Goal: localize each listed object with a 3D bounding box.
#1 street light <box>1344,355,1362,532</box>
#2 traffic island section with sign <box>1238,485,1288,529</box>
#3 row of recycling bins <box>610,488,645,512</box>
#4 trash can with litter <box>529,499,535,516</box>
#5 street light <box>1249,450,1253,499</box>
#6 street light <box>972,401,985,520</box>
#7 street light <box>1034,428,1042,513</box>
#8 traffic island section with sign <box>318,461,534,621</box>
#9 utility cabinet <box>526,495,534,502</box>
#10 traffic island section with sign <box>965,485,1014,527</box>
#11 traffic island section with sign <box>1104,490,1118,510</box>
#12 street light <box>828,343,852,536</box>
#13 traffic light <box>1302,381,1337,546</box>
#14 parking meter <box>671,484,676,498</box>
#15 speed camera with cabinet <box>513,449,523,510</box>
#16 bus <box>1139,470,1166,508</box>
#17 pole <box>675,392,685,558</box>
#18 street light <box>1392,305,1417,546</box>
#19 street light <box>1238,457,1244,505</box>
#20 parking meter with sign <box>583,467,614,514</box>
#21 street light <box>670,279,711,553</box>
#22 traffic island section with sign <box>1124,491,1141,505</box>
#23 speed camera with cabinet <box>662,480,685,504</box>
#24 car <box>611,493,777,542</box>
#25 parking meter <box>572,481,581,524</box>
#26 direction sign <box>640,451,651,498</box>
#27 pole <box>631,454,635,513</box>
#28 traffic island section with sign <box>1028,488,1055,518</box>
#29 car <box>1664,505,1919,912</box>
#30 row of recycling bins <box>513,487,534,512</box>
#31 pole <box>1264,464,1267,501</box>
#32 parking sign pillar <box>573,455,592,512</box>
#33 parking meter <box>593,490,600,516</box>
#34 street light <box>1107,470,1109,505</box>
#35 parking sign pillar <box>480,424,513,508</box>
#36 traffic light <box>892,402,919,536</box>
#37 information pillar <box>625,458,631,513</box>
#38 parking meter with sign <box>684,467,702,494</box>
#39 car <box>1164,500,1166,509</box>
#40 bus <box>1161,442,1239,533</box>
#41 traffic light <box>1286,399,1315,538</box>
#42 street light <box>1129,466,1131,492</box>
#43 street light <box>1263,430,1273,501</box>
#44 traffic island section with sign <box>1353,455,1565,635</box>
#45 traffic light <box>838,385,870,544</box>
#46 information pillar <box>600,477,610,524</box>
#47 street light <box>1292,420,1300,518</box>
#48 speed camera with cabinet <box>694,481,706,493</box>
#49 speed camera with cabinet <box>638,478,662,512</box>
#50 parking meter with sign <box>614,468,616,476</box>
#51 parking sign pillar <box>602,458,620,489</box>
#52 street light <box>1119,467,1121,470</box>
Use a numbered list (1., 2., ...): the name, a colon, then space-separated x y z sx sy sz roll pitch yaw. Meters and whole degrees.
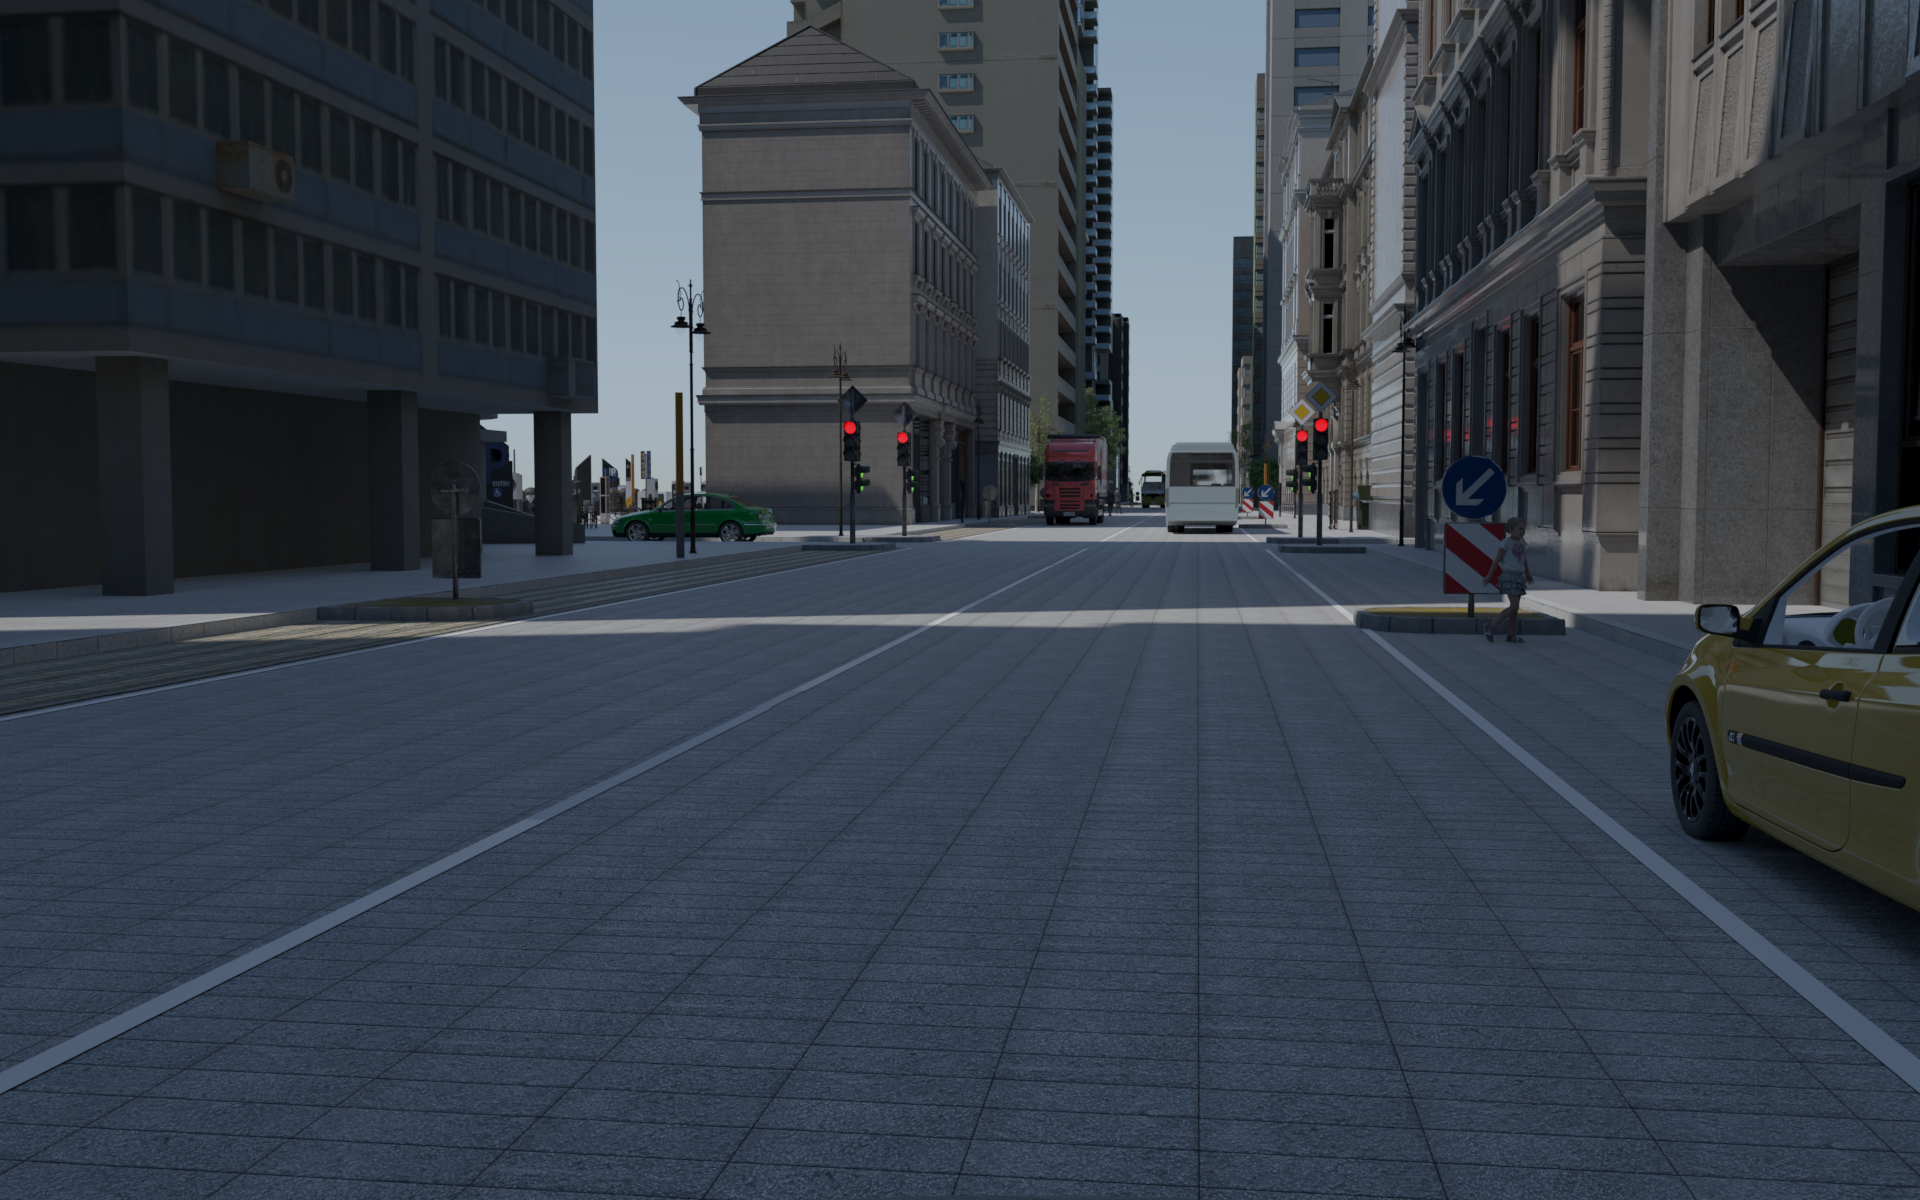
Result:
1. street light: 13.103 -5.202 57.848 0.468 5.910 1.993 0 4 8
2. traffic island section with sign: 12.712 -3.921 72.738 1.989 1.847 2.006 0 4 8
3. row of recycling bins: -23.318 -7.042 122.250 3.534 1.692 1.069 -3 5 -40
4. trash can with litter: -14.250 -2.926 59.235 0.624 1.170 1.055 1 4 11
5. street light: 27.930 -11.842 166.401 0.468 5.910 1.993 0 4 8
6. street light: 0.934 -6.939 86.245 0.468 5.910 1.993 0 4 8
7. street light: 5.434 -8.973 119.497 0.468 5.910 1.993 0 4 8
8. traffic island section with sign: -6.146 -0.717 20.357 1.989 1.847 2.006 0 4 8
9. utility cabinet: -22.540 -4.941 91.949 0.306 1.237 1.020 3 4 37
10. traffic island section with sign: 1.302 -4.042 74.719 1.989 1.847 2.006 0 4 8
11. traffic island section with sign: 15.527 -10.379 178.322 1.989 1.847 2.006 0 4 8
12. street light: -3.660 -4.913 53.119 0.468 5.910 1.993 0 4 8
13. traffic light: 8.945 -3.314 43.106 0.839 4.253 0.868 0 4 8
14. parking meter: -16.250 -5.696 98.840 0.399 1.863 0.255 0 4 -3
15. speed camera with cabinet: -20.404 -5.029 76.564 2.038 3.252 0.660 1 4 13
16. bus: 20.158 -11.496 179.503 2.896 3.916 12.252 0 4 8
17. pole: -5.630 -2.503 34.771 0.158 3.312 0.155 0 3 0
18. street light: 10.856 -4.259 42.422 0.468 5.910 1.993 0 4 8
19. street light: 32.580 -13.921 200.390 0.468 5.910 1.993 0 4 8
20. parking meter with sign: -23.652 -7.130 112.835 1.738 3.016 0.543 0 4 2
21. street light: -5.799 -3.954 37.444 0.468 5.910 1.993 0 4 8
22. traffic island section with sign: 23.087 -13.746 233.368 1.989 1.847 2.006 0 4 8
23. speed camera with cabinet: -19.054 -7.295 113.611 2.038 3.252 0.660 2 4 25
24. car: -7.647 -2.495 49.592 4.718 1.807 1.959 1 4 8
25. parking meter: -16.554 -4.223 74.752 0.255 1.863 0.399 1 4 19
26. direction sign: -16.455 -6.041 90.770 0.876 3.537 0.379 3 5 44
27. pole: -16.737 -5.796 88.600 0.158 3.312 0.155 0 3 0
28. traffic island section with sign: 5.061 -5.720 102.141 1.989 1.847 2.006 0 4 8
29. car: 3.745 0.261 5.949 2.015 1.641 3.980 0 4 6
30. row of recycling bins: -26.643 -5.843 102.640 3.534 1.692 1.069 -3 4 -39
31. pole: 20.553 -7.506 116.563 0.158 3.312 0.155 0 3 0
32. parking sign pillar: -25.740 -7.927 118.081 1.447 3.967 1.447 2 4 35
33. parking meter: -21.474 -5.742 102.286 0.372 1.533 0.369 0 3 0
34. street light: 18.152 -14.631 212.011 0.468 5.910 1.993 0 4 8
35. parking sign pillar: -17.429 -4.672 64.853 1.447 3.967 1.447 -3 5 -42
36. traffic light: -1.673 -3.895 52.601 0.839 4.253 0.868 0 4 8
37. information pillar: -21.337 -7.363 111.747 0.504 3.616 0.183 0 4 1
38. parking meter with sign: -17.444 -7.029 111.191 1.738 3.016 0.543 0 4 1
39. car: 14.739 -6.408 116.770 2.014 1.417 4.499 0 4 7
40. bus: 9.332 -4.454 67.680 2.948 3.499 13.247 0 4 7
41. traffic light: 10.031 -3.798 51.017 0.839 4.253 0.868 0 4 8
42. street light: 27.292 -18.710 278.691 0.468 5.910 1.993 0 4 8
43. street light: 22.279 -9.300 124.837 0.468 5.910 1.993 0 4 8
44. traffic island section with sign: 5.295 -0.612 18.636 1.989 1.847 2.006 0 4 8
45. traffic light: -2.759 -3.411 44.690 0.839 4.253 0.868 0 4 8
46. information pillar: -15.210 -4.261 74.163 0.304 2.012 0.304 1 4 17
47. street light: 17.632 -7.231 91.013 0.468 5.910 1.993 0 4 8
48. speed camera with cabinet: -17.861 -7.637 119.207 2.038 3.252 0.660 3 5 43
49. speed camera with cabinet: -17.301 -6.226 96.131 0.660 3.252 2.038 0 4 7
50. parking meter with sign: -23.883 -7.339 116.247 1.738 3.016 0.543 2 4 33
51. parking sign pillar: -26.355 -8.706 130.820 1.447 3.967 1.447 -3 5 -43
52. street light: 22.643 -16.658 245.150 0.468 5.910 1.993 0 4 8
